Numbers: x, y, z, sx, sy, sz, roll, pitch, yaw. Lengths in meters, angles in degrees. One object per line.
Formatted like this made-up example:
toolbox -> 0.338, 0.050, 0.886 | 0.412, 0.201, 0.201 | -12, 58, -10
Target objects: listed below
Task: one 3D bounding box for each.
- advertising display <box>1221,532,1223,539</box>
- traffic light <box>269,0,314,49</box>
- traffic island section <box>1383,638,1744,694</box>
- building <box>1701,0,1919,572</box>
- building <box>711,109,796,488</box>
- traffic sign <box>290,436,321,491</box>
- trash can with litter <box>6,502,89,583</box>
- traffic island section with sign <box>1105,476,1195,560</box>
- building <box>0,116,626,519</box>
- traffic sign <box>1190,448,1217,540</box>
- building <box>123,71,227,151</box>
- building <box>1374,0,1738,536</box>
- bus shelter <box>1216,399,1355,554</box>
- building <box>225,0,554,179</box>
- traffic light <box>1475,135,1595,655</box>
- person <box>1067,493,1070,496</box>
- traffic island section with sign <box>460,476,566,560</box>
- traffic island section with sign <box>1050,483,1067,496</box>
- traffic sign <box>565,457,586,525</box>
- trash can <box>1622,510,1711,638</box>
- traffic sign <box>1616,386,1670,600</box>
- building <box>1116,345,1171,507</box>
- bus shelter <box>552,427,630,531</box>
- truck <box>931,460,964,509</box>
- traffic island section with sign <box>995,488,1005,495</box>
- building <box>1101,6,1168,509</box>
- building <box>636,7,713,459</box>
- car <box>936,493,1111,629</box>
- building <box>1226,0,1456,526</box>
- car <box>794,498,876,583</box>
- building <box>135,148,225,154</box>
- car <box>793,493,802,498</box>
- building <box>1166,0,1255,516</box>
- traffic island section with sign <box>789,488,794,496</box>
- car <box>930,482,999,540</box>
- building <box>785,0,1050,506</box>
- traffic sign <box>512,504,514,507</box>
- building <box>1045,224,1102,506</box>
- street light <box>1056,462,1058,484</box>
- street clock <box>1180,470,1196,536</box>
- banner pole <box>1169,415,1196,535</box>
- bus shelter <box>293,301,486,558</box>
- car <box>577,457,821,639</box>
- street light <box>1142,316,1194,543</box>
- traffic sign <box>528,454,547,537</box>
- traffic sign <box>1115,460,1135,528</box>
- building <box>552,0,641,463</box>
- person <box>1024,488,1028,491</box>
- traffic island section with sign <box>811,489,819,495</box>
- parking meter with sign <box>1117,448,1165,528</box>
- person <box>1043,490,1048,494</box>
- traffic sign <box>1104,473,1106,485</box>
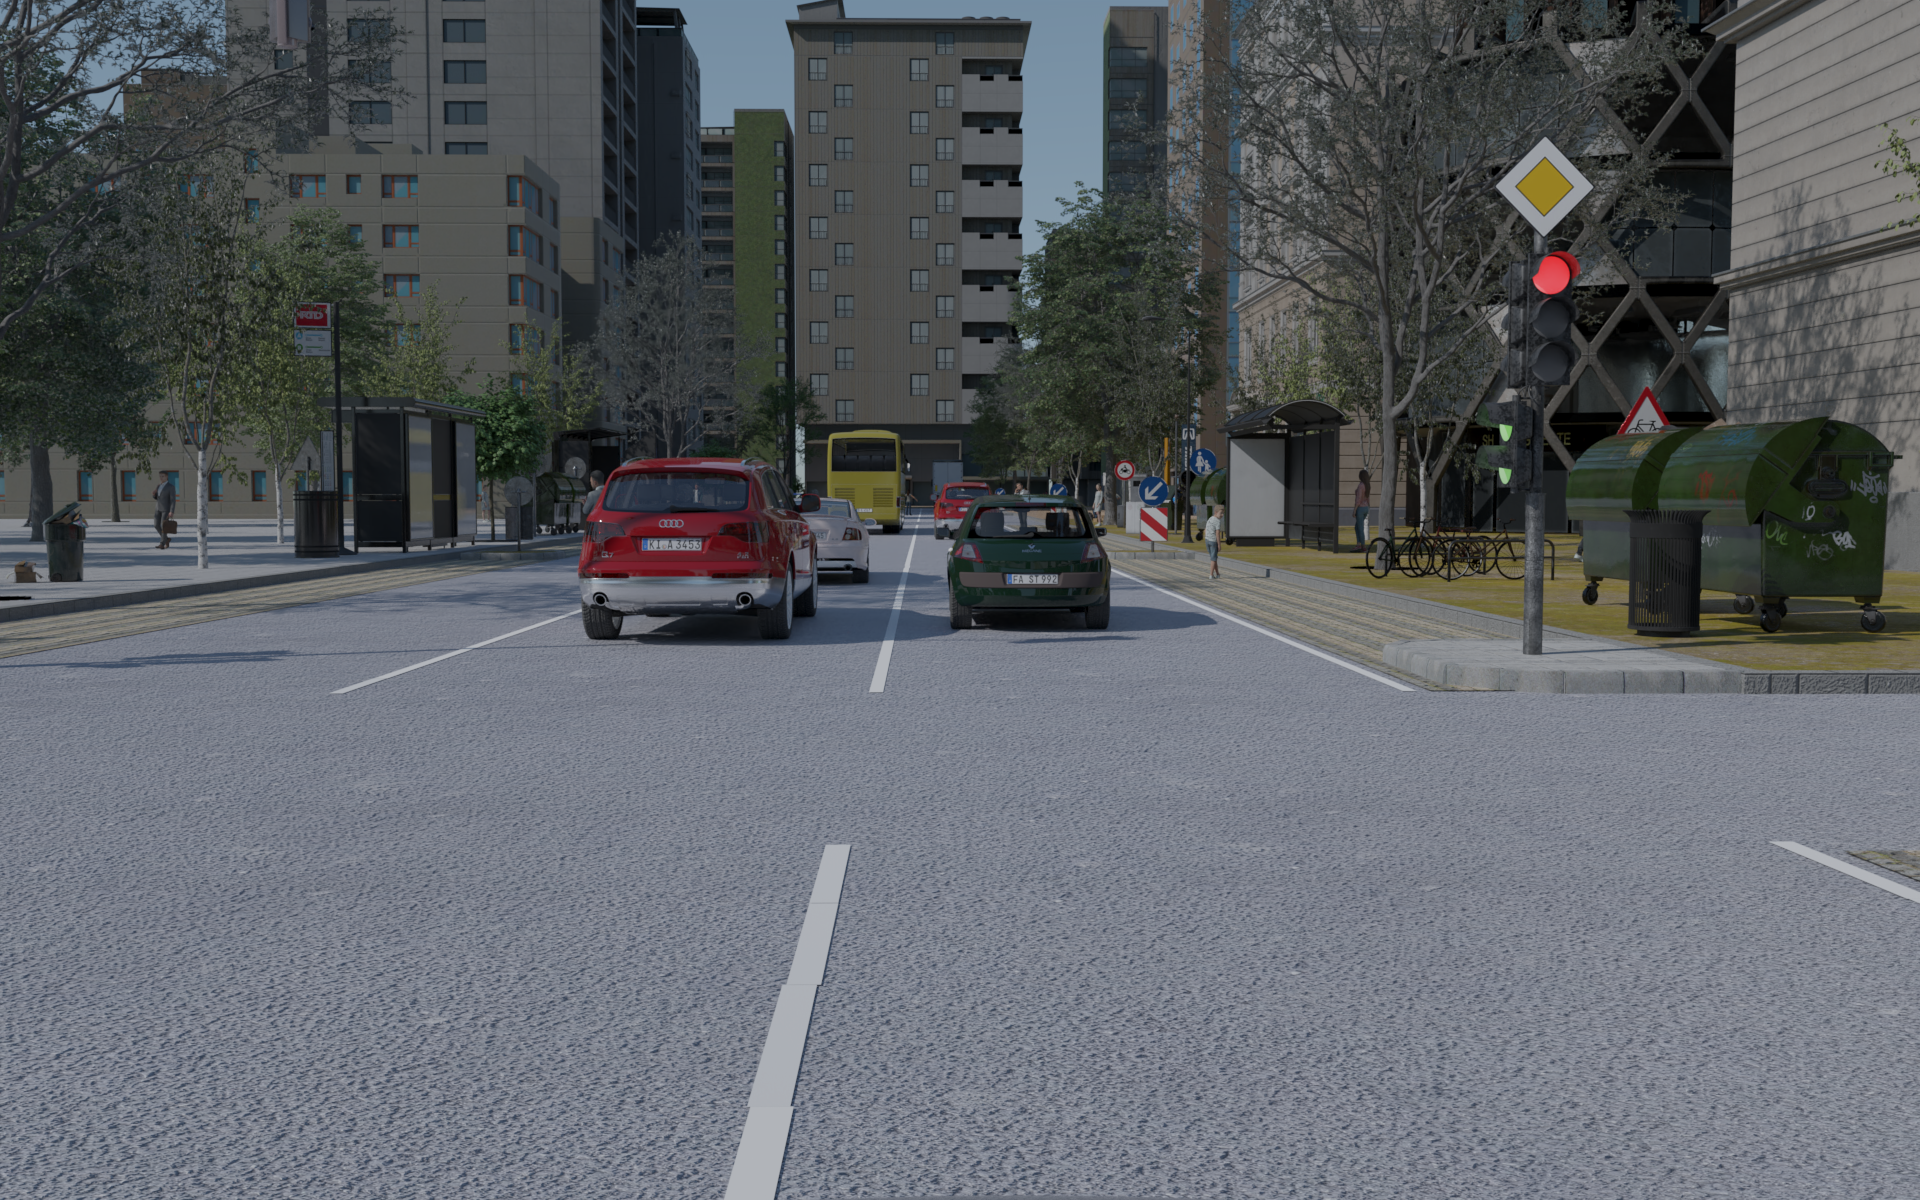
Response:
advertising display -> 7.720, -2.687, 49.152 | 0.123, 1.923, 0.974 | -2, 4, -29
traffic light -> -7.503, -2.377, 13.531 | 4.771, 5.953, 1.251 | 0, 4, -1
traffic island section -> 4.606, 0.514, 13.870 | 2.009, 0.180, 2.903 | 0, 4, -1
building -> 26.846, -14.751, 28.563 | 23.554, 28.519, 14.401 | 0, 4, -1
building -> -25.179, -30.801, 187.184 | 14.086, 41.232, 14.154 | 0, 4, -1
traffic sign -> -14.564, -2.367, 38.711 | 0.884, 2.594, 0.081 | 1, 4, 9
trash can with litter -> -13.261, -0.842, 25.154 | 1.055, 1.170, 0.624 | -2, 4, -33
traffic island section with sign -> 4.103, -1.832, 38.588 | 1.989, 1.847, 2.006 | 0, 4, -1
building -> -36.254, -15.758, 102.689 | 27.650, 21.520, 28.899 | 0, 4, -1
traffic sign -> 6.761, -2.948, 48.302 | 0.768, 2.556, 0.104 | 0, 4, 0
building -> -78.931, -32.771, 185.920 | 14.200, 45.320, 14.600 | 0, 4, -1
building -> 22.979, -11.766, 59.820 | 16.820, 18.784, 16.811 | 0, 4, -1
bus shelter -> 7.326, -2.796, 39.640 | 2.014, 3.302, 5.546 | 0, 4, -1
building -> -46.900, -43.210, 144.733 | 20.611, 71.187, 20.563 | 0, 4, -1
traffic light -> 4.566, -1.519, 13.755 | 0.839, 4.253, 0.868 | 0, 4, -1
person -> 9.176, -8.861, 151.440 | 1.217, 1.766, 0.721 | 0, 4, -3
traffic island section with sign -> -9.800, -1.810, 38.221 | 1.989, 1.847, 2.006 | 0, 4, -1
traffic island section with sign -> 3.560, -3.481, 65.538 | 1.989, 1.847, 2.006 | 0, 4, -1
traffic sign -> -13.224, -3.634, 59.530 | 0.768, 2.556, 0.104 | 1, 4, 8
trash can -> 6.376, -0.245, 15.665 | 0.748, 1.137, 0.748 | 0, 3, 0
traffic sign -> 8.293, -1.285, 21.010 | 0.884, 2.594, 0.081 | 0, 4, 4
building -> 23.779, -49.715, 125.512 | 22.319, 86.520, 31.000 | 0, 4, -1
bus shelter -> -13.555, -4.442, 63.902 | 1.731, 3.624, 6.357 | 0, 4, -1
truck -> -1.049, -9.638, 146.490 | 2.839, 4.237, 11.283 | 0, 4, -1
traffic island section with sign -> 2.555, -6.560, 115.887 | 1.989, 1.847, 2.006 | 0, 4, -1
building -> 19.104, -28.501, 149.580 | 14.154, 41.232, 14.086 | 0, 4, -1
building -> -29.615, -28.462, 148.953 | 14.086, 41.232, 14.154 | 0, 4, -1
car -> 0.724, -0.611, 19.783 | 2.009, 1.686, 4.222 | 0, 4, 0
building -> 20.567, -17.895, 78.479 | 13.634, 28.700, 20.117 | 0, 4, -1
car -> -2.453, -1.030, 29.209 | 2.083, 1.381, 4.827 | 0, 4, -3
building -> -64.316, -23.053, 148.617 | 14.107, 30.474, 14.160 | 0, 4, -1
car -> -11.798, -7.024, 124.430 | 1.945, 1.707, 3.694 | 0, 4, -2
building -> 20.260, -27.732, 103.530 | 14.600, 45.320, 14.200 | 0, 4, -1
traffic island section with sign -> -11.362, -6.526, 115.333 | 1.989, 1.847, 2.006 | 0, 4, -1
car -> 0.182, -2.888, 55.887 | 2.281, 1.827, 5.304 | 0, 4, -1
building -> -4.469, -36.966, 193.635 | 27.495, 52.752, 28.713 | 0, 4, -1
traffic sign -> -13.270, -3.141, 51.356 | 0.884, 2.594, 0.081 | 0, 4, 8
building -> 16.470, -25.442, 187.672 | 14.107, 30.474, 14.160 | 0, 4, -1
street light -> 4.447, -7.118, 88.914 | 1.470, 5.913, 1.316 | 0, 4, -1
street clock -> 6.842, -2.902, 52.020 | 0.471, 2.002, 0.358 | 0, 4, -1
banner pole -> 7.049, -3.952, 54.631 | 0.863, 3.779, 0.401 | 1, 4, 20
bus shelter -> -12.829, -3.742, 38.822 | 2.179, 5.291, 8.768 | 0, 4, -1
car -> -2.686, -0.609, 18.635 | 2.281, 1.827, 5.304 | 0, 4, 0
street light -> 5.448, -4.455, 45.375 | 1.470, 5.913, 1.316 | 0, 4, -1
traffic sign -> -12.713, -3.158, 51.735 | 0.768, 2.556, 0.104 | 0, 4, 3
traffic sign -> 6.157, -3.954, 64.752 | 0.768, 2.556, 0.104 | 0, 4, 2
building -> -32.312, -42.062, 125.966 | 20.563, 71.187, 20.611 | 0, 4, -1
person -> 4.441, -6.860, 118.920 | 0.721, 1.735, 1.217 | 2, 4, 30
traffic island section with sign -> -11.921, -8.218, 142.993 | 1.989, 1.847, 2.006 | 0, 4, -1
parking meter with sign -> 6.837, -4.250, 65.748 | 1.738, 3.016, 0.543 | 1, 4, 22
person -> 7.810, -9.222, 158.295 | 0.593, 1.643, 0.415 | 2, 4, 24
traffic sign -> 7.237, -5.003, 83.926 | 0.606, 2.300, 0.079 | 0, 4, 1
